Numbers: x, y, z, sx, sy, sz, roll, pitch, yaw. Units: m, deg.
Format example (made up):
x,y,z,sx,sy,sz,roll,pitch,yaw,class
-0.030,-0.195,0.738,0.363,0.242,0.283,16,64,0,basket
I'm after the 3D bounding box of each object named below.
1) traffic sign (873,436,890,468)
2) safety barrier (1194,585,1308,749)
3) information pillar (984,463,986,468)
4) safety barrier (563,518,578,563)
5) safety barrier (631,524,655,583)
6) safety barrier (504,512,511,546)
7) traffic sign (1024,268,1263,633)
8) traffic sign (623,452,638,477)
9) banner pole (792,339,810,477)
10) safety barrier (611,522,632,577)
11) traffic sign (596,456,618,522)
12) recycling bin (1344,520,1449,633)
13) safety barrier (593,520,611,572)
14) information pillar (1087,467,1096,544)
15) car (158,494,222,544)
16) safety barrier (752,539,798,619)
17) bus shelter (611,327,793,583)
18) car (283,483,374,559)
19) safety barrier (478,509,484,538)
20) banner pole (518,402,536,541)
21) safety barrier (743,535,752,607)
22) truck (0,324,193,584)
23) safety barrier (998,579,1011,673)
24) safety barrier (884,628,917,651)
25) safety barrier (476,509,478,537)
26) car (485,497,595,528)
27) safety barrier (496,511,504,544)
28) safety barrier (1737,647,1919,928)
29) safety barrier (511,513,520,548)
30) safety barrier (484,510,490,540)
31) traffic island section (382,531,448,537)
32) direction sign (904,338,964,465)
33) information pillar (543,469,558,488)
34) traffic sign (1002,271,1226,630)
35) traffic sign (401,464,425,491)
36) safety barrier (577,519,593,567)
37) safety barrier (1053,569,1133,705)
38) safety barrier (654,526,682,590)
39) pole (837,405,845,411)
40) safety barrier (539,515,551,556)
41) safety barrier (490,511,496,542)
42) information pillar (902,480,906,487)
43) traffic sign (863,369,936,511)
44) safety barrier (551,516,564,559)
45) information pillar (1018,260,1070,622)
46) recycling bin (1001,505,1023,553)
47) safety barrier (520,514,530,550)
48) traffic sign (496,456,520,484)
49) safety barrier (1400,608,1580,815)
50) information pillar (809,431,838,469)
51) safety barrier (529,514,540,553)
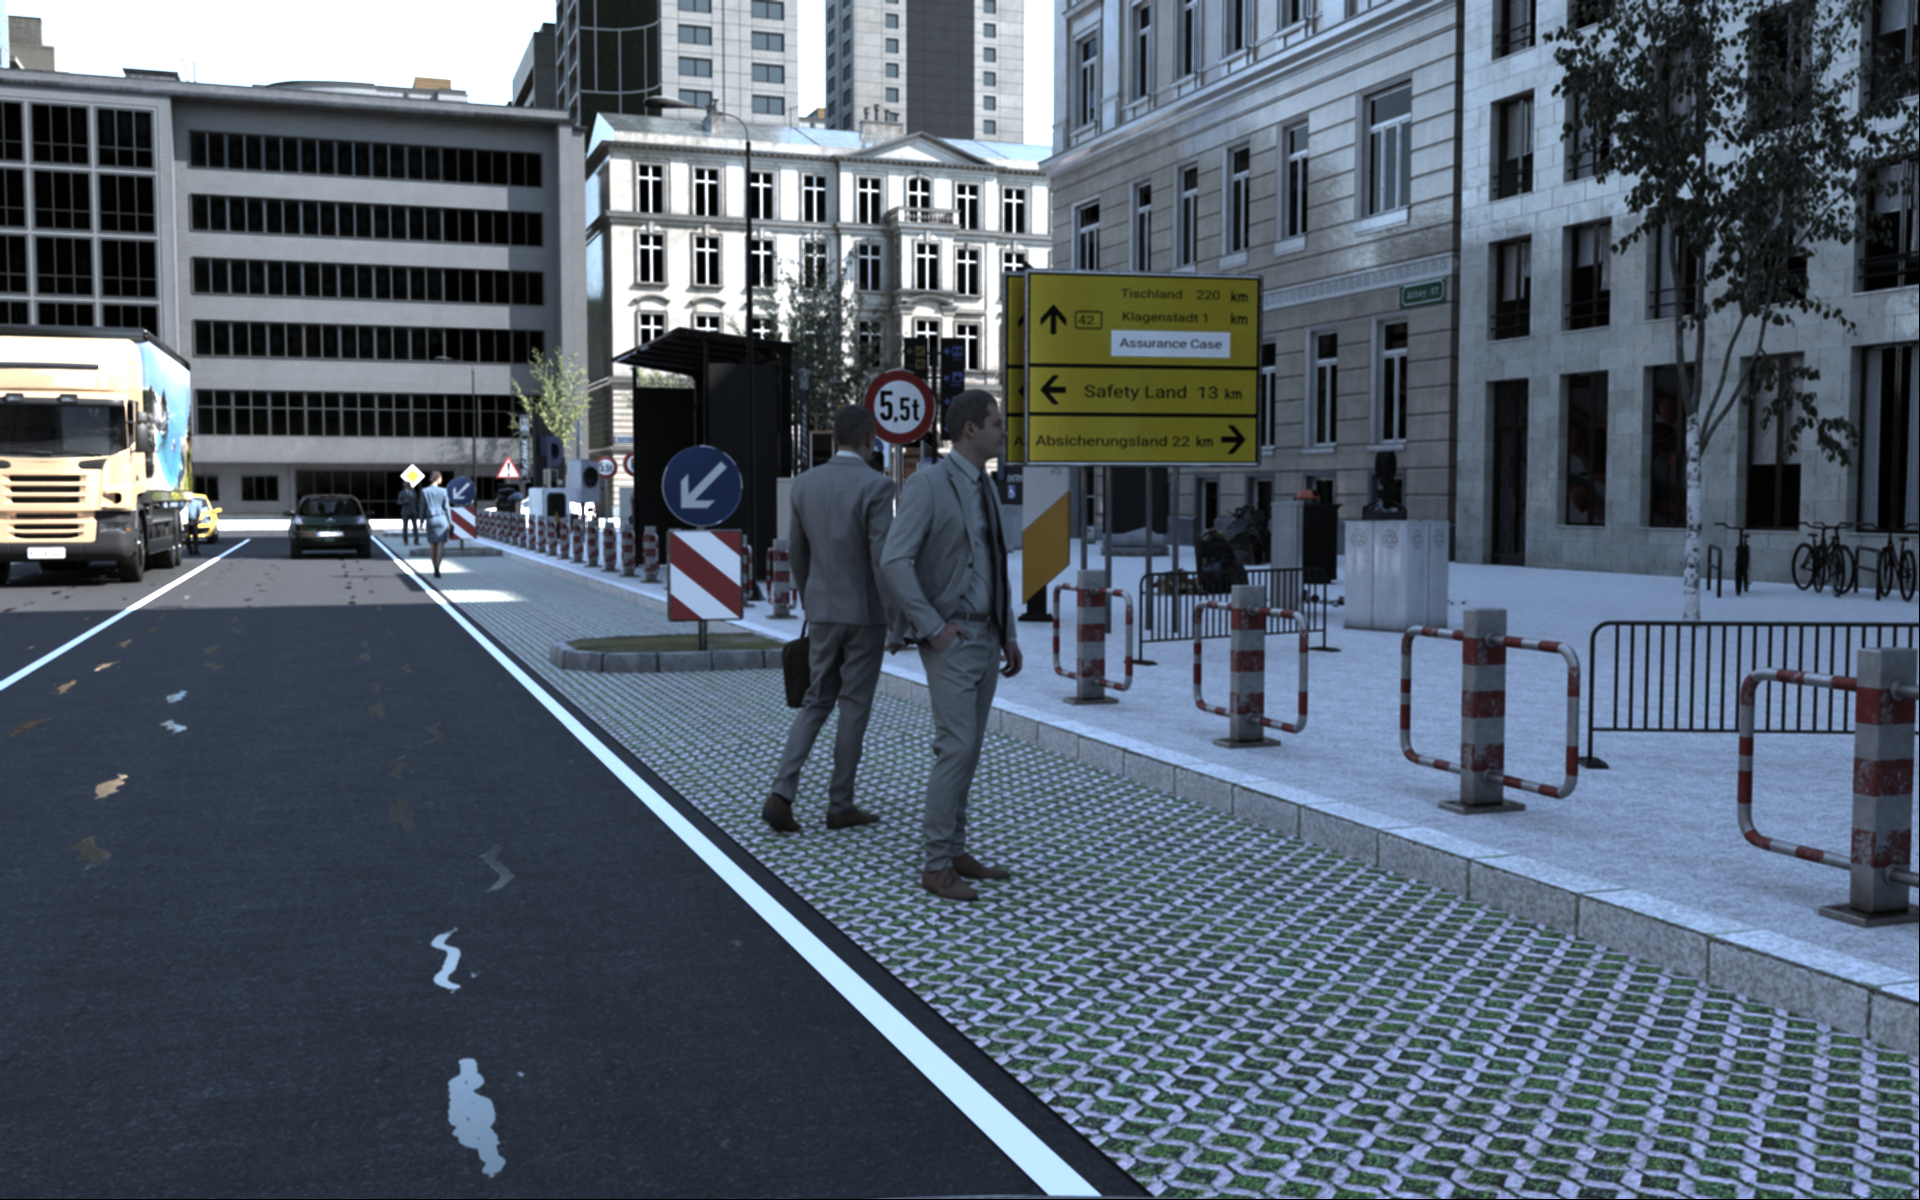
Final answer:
x,y,z,sx,sy,sz,roll,pitch,yaw,class
-1.464,-1.649,29.083,0.606,2.300,0.079,-1,4,-17,traffic sign
1.465,0.333,8.828,0.300,0.817,1.120,-1,4,-20,safety barrier
0.232,-1.393,27.262,0.304,2.012,0.304,1,4,10,information pillar
-7.125,-1.102,32.295,0.300,0.817,1.120,-1,4,-20,safety barrier
-4.474,-0.660,25.062,0.300,0.817,1.120,-1,4,-20,safety barrier
-11.083,-1.764,43.116,0.300,0.817,1.120,-1,4,-20,safety barrier
1.683,-1.348,15.917,2.265,3.308,0.079,-1,4,-11,traffic sign
-9.634,-3.146,51.549,0.768,2.556,0.104,-1,4,-16,traffic sign
-2.599,-2.345,28.358,0.401,3.779,0.863,1,4,16,banner pole
-5.141,-0.770,26.873,0.300,0.817,1.120,-1,4,-20,safety barrier
-11.790,-3.524,57.728,0.768,2.556,0.104,-1,4,-13,traffic sign
4.149,-0.239,16.470,0.722,1.027,0.722,-3,5,-40,recycling bin
-5.798,-0.881,28.673,0.300,0.817,1.120,-1,4,-20,safety barrier
3.358,-2.465,44.792,0.304,2.012,0.304,0,4,8,information pillar
-22.753,-2.485,50.846,2.015,1.641,3.980,-1,4,-21,car
-1.841,-0.218,17.846,0.300,0.817,1.120,-1,4,-20,safety barrier
-4.197,-2.223,27.624,1.731,3.624,6.357,-1,4,-20,bus shelter
-14.542,-1.844,39.943,2.009,1.686,4.222,-1,4,-21,car
-13.732,-2.206,50.344,0.300,0.817,1.120,-1,4,-20,safety barrier
-11.831,-3.518,47.530,0.863,3.779,0.401,3,4,38,banner pole
-2.497,-0.329,19.657,0.300,0.817,1.120,-1,4,-20,safety barrier
-15.576,-2.575,31.017,2.839,4.237,11.283,-1,4,-19,truck
0.147,0.112,12.436,0.300,0.817,1.120,-1,4,-20,safety barrier
-0.522,0.002,14.245,0.300,0.817,1.120,-1,4,-20,safety barrier
-14.391,-2.316,52.146,0.300,0.817,1.120,-1,4,-20,safety barrier
-17.048,-3.483,69.307,4.827,1.381,2.083,-1,4,-20,car
-11.744,-1.874,44.916,0.300,0.817,1.120,-1,4,-20,safety barrier
2.785,0.554,5.225,0.300,0.817,1.120,-1,4,-20,safety barrier
-10.427,-1.654,41.315,0.300,0.817,1.120,-1,4,-20,safety barrier
-13.065,-2.095,48.525,0.300,0.817,1.120,-1,4,-20,safety barrier
-18.407,-2.212,58.439,2.009,0.180,2.903,-1,4,-20,traffic island section
-0.373,-2.030,25.185,0.876,3.537,0.379,0,4,-5,direction sign
-11.965,-2.823,50.655,0.304,2.012,0.304,2,4,35,information pillar
1.471,-1.364,16.168,2.265,3.308,0.079,-1,4,-15,traffic sign
-18.427,-3.346,58.354,0.795,2.450,0.064,-1,4,-20,traffic sign
-6.464,-0.992,30.491,0.300,0.817,1.120,-1,4,-20,safety barrier
0.804,0.223,10.628,0.300,0.817,1.120,-1,4,-20,safety barrier
-3.819,-0.550,23.260,0.300,0.817,1.120,-1,4,-20,safety barrier
-2.701,-2.796,39.556,0.158,3.312,0.155,0,3,0,pole
-8.447,-1.324,35.915,0.300,0.817,1.120,-1,4,-20,safety barrier
-12.399,-1.984,46.718,0.300,0.817,1.120,-1,4,-20,safety barrier
-2.814,-5.284,90.888,0.304,2.012,0.304,3,5,44,information pillar
-0.631,-1.081,17.781,0.768,2.556,0.104,-1,4,-17,traffic sign
-7.784,-1.212,34.097,0.300,0.817,1.120,-1,4,-20,safety barrier
0.853,-1.591,17.371,0.504,3.616,0.183,1,4,18,information pillar
1.093,-1.684,40.088,0.722,1.027,0.722,3,4,36,recycling bin
-9.764,-1.544,39.516,0.300,0.817,1.120,-1,4,-20,safety barrier
-15.435,-3.625,59.272,0.884,2.594,0.081,-1,4,-17,traffic sign
2.123,0.443,7.028,0.300,0.817,1.120,-1,4,-20,safety barrier
-1.585,-0.962,20.221,0.304,2.012,0.304,0,4,4,information pillar
-9.107,-1.434,37.715,0.300,0.817,1.120,-1,4,-20,safety barrier
